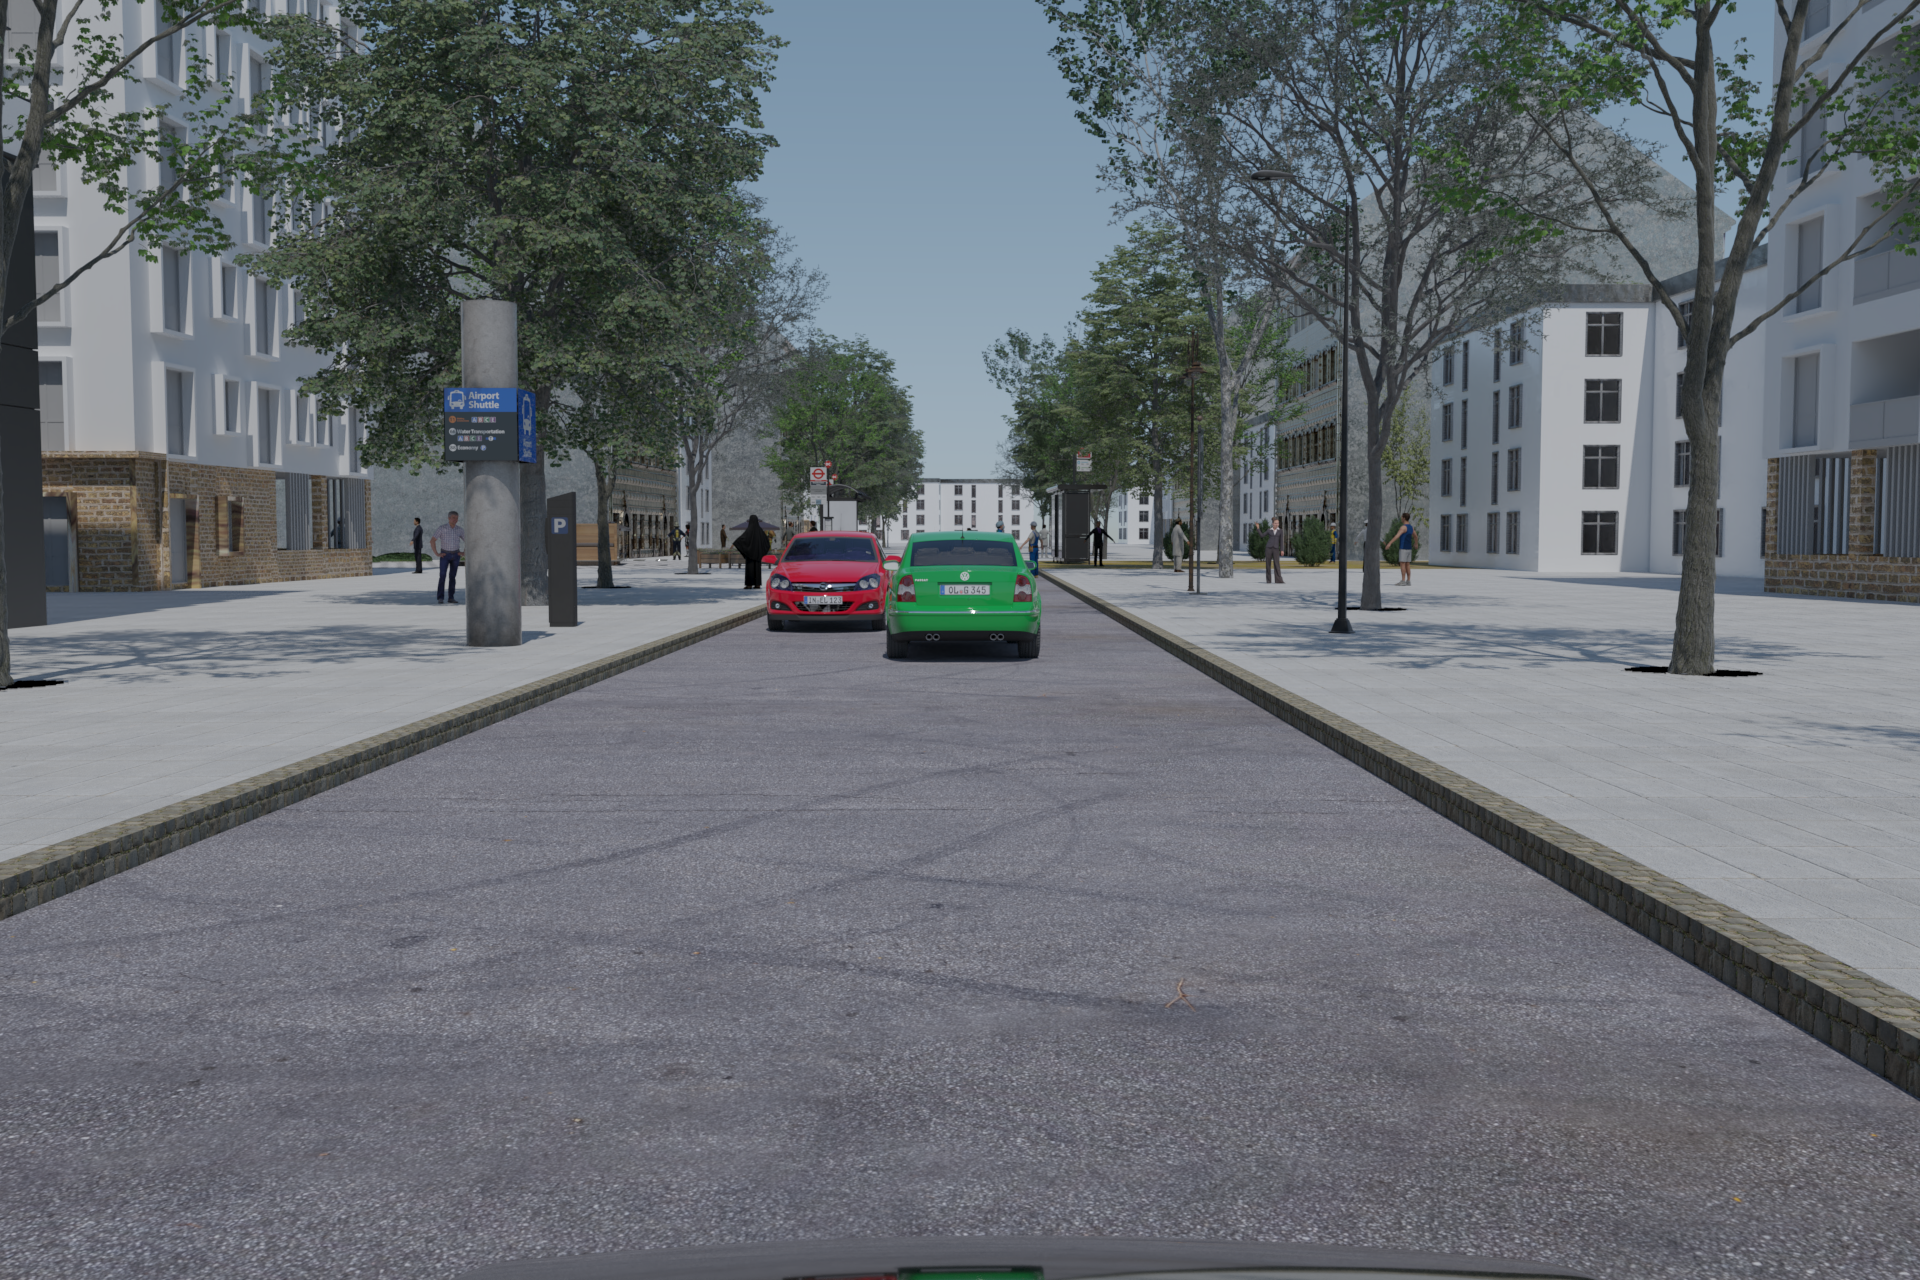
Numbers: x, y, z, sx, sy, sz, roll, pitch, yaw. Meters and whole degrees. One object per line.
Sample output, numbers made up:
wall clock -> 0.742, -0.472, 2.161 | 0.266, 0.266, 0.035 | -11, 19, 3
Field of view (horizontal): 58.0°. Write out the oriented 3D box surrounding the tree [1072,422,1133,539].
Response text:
tree -> 7.713, -8.701, 92.618 | 4.360, 8.622, 3.978 | 0, 3, 0

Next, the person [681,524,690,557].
person -> -15.152, -5.510, 96.225 | 0.704, 1.843, 1.345 | 1, 4, 18

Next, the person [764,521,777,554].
person -> -8.423, -4.279, 75.725 | 1.354, 1.858, 0.705 | 3, 5, 44

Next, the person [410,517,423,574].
person -> -17.615, -3.066, 56.183 | 0.704, 1.823, 1.345 | 0, 4, -7

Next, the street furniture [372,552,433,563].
street furniture -> -29.125, -3.800, 77.754 | 10.072, 0.657, 5.734 | 0, 4, -4

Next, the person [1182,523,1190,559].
person -> 11.337, -5.001, 87.706 | 1.347, 1.837, 0.705 | -3, 4, -38

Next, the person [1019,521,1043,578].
person -> 2.359, -2.915, 55.971 | 0.705, 1.847, 1.347 | 2, 4, 35

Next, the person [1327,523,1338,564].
person -> 16.186, -4.228, 75.593 | 0.721, 1.772, 1.216 | -1, 4, -9

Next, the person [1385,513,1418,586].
person -> 11.017, -2.249, 42.947 | 1.345, 1.807, 0.704 | -3, 5, -43

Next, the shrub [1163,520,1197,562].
shrub -> 10.152, -4.685, 80.645 | 1.661, 2.075, 1.752 | 0, 3, 0

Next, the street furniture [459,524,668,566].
street furniture -> -17.928, -4.063, 73.291 | 11.010, 1.723, 9.812 | -1, 4, -8

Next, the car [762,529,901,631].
car -> -1.965, -1.102, 27.066 | 2.155, 1.783, 4.494 | 0, 4, 0

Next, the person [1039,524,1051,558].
person -> 4.572, -5.343, 93.545 | 1.347, 1.806, 0.705 | 1, 4, 21

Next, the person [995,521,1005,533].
person -> 1.202, -2.567, 50.559 | 0.704, 1.817, 1.347 | -1, 4, -9

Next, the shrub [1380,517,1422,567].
shrub -> 17.419, -3.926, 68.611 | 1.690, 2.028, 1.600 | 0, 3, 0

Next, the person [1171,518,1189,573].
person -> 7.323, -3.168, 57.880 | 0.704, 1.819, 1.344 | -1, 4, -17

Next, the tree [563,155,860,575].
tree -> -8.348, -8.812, 54.439 | 12.009, 13.543, 11.850 | 0, 3, 0

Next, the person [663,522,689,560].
person -> -13.920, -4.853, 85.127 | 1.354, 1.856, 0.705 | -1, 4, -14

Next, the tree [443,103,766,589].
tree -> -8.349, -7.036, 40.796 | 9.928, 11.665, 9.643 | 0, 3, 0

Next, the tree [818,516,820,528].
tree -> -20.060, -18.660, 255.449 | 4.360, 8.622, 3.978 | 0, 3, 0

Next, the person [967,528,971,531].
person -> 0.334, -4.523, 83.131 | 0.721, 1.740, 1.216 | 1, 4, 18

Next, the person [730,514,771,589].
person -> -4.868, -2.053, 40.355 | 0.721, 1.737, 1.214 | 3, 5, 41

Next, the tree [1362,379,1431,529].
tree -> 20.434, -7.904, 79.599 | 4.737, 8.622, 4.395 | 0, 3, 0

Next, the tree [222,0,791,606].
tree -> -7.773, -7.585, 30.678 | 9.857, 13.997, 8.962 | 0, 3, 0

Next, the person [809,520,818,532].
person -> -5.664, -3.681, 66.372 | 0.705, 1.806, 1.347 | 2, 4, 24

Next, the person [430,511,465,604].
person -> -9.452, -1.542, 32.198 | 0.756, 1.711, 0.436 | -2, 4, -29

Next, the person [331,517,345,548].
person -> -19.766, -3.033, 55.422 | 1.345, 1.849, 0.704 | 0, 4, 6

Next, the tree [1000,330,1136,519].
tree -> 7.222, -12.444, 110.112 | 9.857, 13.997, 8.962 | 0, 3, 0

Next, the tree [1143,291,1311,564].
tree -> 11.261, -9.034, 73.465 | 9.928, 11.665, 9.643 | 0, 3, 0

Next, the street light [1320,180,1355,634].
street light -> 5.489, -3.040, 22.245 | 1.470, 5.913, 1.316 | 0, 4, 1

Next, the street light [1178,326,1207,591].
street light -> 5.185, -4.032, 38.703 | 0.468, 5.910, 1.993 | 0, 4, 1

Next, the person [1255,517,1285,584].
person -> 7.999, -2.315, 44.691 | 0.742, 1.727, 0.445 | -1, 4, -23

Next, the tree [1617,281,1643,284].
tree -> 29.410, -9.801, 78.377 | 7.486, 12.596, 7.792 | 0, 3, 0

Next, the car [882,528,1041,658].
car -> 0.008, -0.767, 21.338 | 1.959, 1.807, 4.718 | 0, 4, -1

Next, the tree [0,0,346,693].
tree -> -7.982, -5.404, 14.117 | 9.928, 11.665, 9.643 | 0, 3, 0

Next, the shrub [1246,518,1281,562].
shrub -> 14.089, -4.667, 80.342 | 1.661, 2.075, 1.752 | 0, 3, 0

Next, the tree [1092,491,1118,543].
tree -> 20.399, -21.483, 261.612 | 12.009, 13.543, 11.850 | 0, 3, 0

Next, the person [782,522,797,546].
person -> -7.162, -4.112, 73.509 | 0.705, 1.796, 1.348 | -3, 5, -44

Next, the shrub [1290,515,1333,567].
shrub -> 13.739, -3.892, 67.675 | 1.661, 2.075, 1.752 | 0, 3, 0

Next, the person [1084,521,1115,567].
person -> 5.476, -3.799, 68.341 | 1.346, 1.802, 0.704 | -1, 4, -19

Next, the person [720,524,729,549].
person -> -12.878, -5.406, 94.522 | 0.704, 1.812, 1.346 | -1, 4, -23

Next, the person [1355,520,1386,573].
person -> 13.564, -3.113, 57.361 | 0.721, 1.778, 1.216 | -3, 5, -42
